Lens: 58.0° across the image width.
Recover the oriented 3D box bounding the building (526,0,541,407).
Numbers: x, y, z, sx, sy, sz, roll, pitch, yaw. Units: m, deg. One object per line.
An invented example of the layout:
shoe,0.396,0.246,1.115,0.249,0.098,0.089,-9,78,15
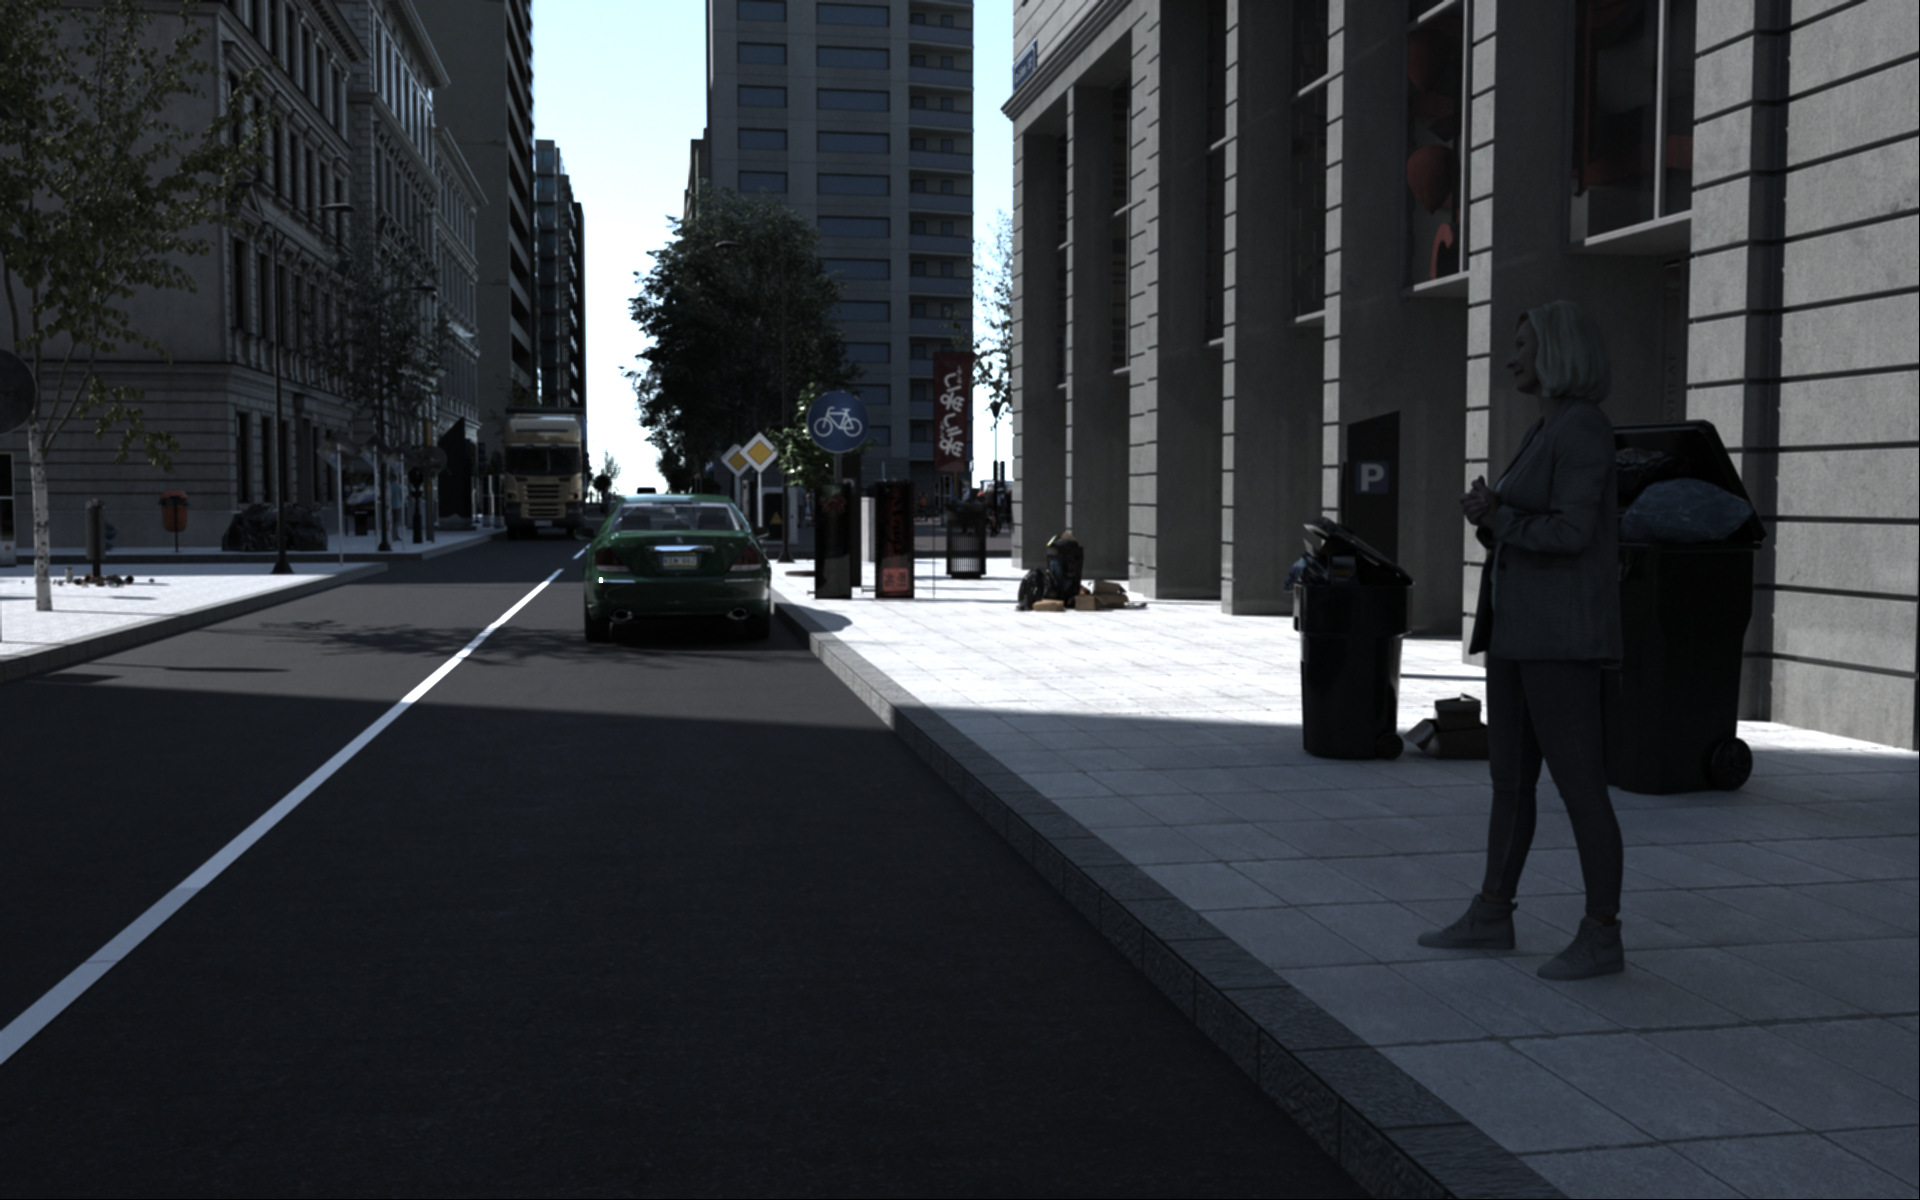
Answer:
building,-49.606,-51.842,160.295,22.319,86.520,31.000,-1,4,-10

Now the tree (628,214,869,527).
tree,-6.433,-7.496,56.980,7.601,10.594,8.767,-2,4,-32

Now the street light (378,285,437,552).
street light,-12.331,-4.041,38.619,1.470,5.913,1.316,-1,4,-10

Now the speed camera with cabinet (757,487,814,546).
speed camera with cabinet,-4.052,-2.997,43.333,2.038,3.252,0.660,-1,4,-9

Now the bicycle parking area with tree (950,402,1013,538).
bicycle parking area with tree,3.649,-4.146,54.791,8.231,4.147,9.016,0,4,1

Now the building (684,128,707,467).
building,-24.572,-36.891,226.866,21.300,48.544,21.600,-1,4,-10

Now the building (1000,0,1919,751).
building,8.785,-14.573,15.755,11.434,29.767,29.804,-1,4,-10

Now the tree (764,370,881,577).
tree,-2.363,-2.003,27.351,1.663,3.219,1.824,0,3,0

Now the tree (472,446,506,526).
tree,-18.544,-4.584,69.551,1.663,3.219,1.824,0,3,0

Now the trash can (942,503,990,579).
trash can,0.094,-0.893,26.254,0.748,1.137,0.748,0,3,0

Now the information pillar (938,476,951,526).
information pillar,-0.569,-3.934,68.809,0.304,2.012,0.304,-2,4,-27

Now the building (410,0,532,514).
building,-41.697,-30.402,120.780,21.300,48.544,21.600,-1,4,-10

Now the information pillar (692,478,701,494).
information pillar,-11.824,-4.476,77.674,0.304,2.012,0.304,3,5,39

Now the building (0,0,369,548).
building,-23.799,-11.308,49.515,10.561,19.102,19.286,-1,4,-10

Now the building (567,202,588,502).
building,-62.659,-37.099,256.686,14.600,45.320,14.200,-1,4,-10

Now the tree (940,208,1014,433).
tree,1.625,-5.751,44.385,4.360,8.622,3.978,0,3,0

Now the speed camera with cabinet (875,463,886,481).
speed camera with cabinet,-4.767,-7.038,109.411,0.660,3.252,2.038,1,4,20

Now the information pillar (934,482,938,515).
information pillar,-1.461,-6.344,108.213,0.304,2.012,0.304,0,4,-5

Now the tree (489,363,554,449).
tree,-24.288,-8.976,97.127,4.737,8.622,4.395,0,3,0

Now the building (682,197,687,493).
building,-30.917,-39.041,262.027,21.300,48.544,21.600,-1,4,-10

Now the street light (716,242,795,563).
street light,-3.793,-3.645,32.144,1.470,5.913,1.316,-1,4,-10

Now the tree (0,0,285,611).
tree,-9.850,-4.181,18.725,4.737,8.622,4.395,0,3,0

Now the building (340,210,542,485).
building,-62.844,-31.436,205.862,32.217,40.220,23.993,-1,4,-10

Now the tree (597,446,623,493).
tree,-53.046,-19.113,262.859,4.737,8.622,4.395,0,3,0

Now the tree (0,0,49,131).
tree,-8.668,-6.192,7.900,9.857,13.997,8.962,0,3,0

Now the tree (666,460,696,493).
tree,-26.759,-11.203,166.883,4.285,4.588,4.351,0,3,0

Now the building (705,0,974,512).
building,-9.620,-36.459,138.110,21.231,58.520,28.212,-1,4,-10

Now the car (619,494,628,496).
car,-41.187,-12.356,211.802,2.009,1.686,4.222,-1,4,-11

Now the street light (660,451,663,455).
street light,-25.439,-11.011,152.576,1.470,5.913,1.316,-1,4,-10

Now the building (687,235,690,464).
building,-31.271,-34.281,244.096,14.154,41.232,14.086,-1,4,-10

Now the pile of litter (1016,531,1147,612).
pile of litter,1.364,-0.336,19.465,1.719,0.858,1.176,-1,4,-19

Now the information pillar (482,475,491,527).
information pillar,-18.366,-3.839,67.263,0.304,2.012,0.304,0,4,4

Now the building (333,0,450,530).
building,-27.053,-14.695,69.136,11.050,23.489,19.941,-1,4,-10

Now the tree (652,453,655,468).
tree,-35.449,-15.986,211.729,4.737,8.622,4.395,0,3,0

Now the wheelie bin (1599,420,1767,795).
wheelie bin,3.055,0.018,7.611,0.693,1.594,0.980,-2,4,-23

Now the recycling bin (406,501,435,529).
recycling bin,-19.679,-3.096,63.168,0.722,1.027,0.722,2,4,25

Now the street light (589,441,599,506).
street light,-32.413,-10.908,150.886,1.470,5.913,1.316,-1,4,-10

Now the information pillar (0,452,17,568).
information pillar,-16.785,-1.581,30.347,0.304,2.012,0.304,2,4,33

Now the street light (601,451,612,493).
street light,-40.423,-13.667,195.996,1.470,5.913,1.316,-1,4,-10

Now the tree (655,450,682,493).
tree,-40.806,-17.880,242.704,4.360,8.622,3.978,0,3,0

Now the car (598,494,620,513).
car,-26.617,-7.504,132.473,2.009,1.686,4.222,-1,4,-10

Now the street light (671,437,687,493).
street light,-18.918,-8.775,116.010,1.470,5.913,1.316,-1,4,-10

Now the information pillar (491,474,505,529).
information pillar,-17.148,-3.668,64.472,0.304,2.012,0.304,1,4,21

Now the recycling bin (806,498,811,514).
recycling bin,-9.443,-6.001,110.671,0.722,1.027,0.722,0,4,4

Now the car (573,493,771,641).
car,-3.047,-0.408,18.462,2.131,1.459,4.920,-1,4,-11

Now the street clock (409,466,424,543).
street clock,-14.106,-2.472,44.994,0.358,2.002,0.471,0,4,6

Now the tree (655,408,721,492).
tree,-18.353,-10.421,120.747,4.737,8.622,4.395,0,3,0

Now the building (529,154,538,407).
building,-41.776,-22.519,139.895,14.160,30.474,14.107,-1,4,-10

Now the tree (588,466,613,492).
tree,-35.245,-10.757,159.591,4.285,4.588,4.351,0,3,0

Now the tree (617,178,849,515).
tree,-9.155,-10.078,71.431,9.857,13.997,8.962,0,3,0

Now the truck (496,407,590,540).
truck,-13.807,-4.232,58.107,2.839,4.237,11.283,-1,4,-11

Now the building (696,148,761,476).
building,-24.509,-32.098,208.397,14.154,41.232,14.086,-1,4,-10

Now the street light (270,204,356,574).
street light,-10.373,-3.379,27.791,1.470,5.913,1.316,-1,4,-10

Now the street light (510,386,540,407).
street light,-18.731,-6.232,74.436,1.470,5.913,1.316,-1,4,-10

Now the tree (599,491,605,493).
tree,-51.488,-15.672,250.834,1.663,3.219,1.824,0,3,0

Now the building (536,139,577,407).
building,-63.325,-37.523,233.110,23.786,49.044,30.456,-1,4,-10

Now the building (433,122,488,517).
building,-31.164,-15.480,89.263,11.583,22.565,21.152,-1,4,-10

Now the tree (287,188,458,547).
tree,-13.939,-5.595,41.840,4.360,8.622,3.978,0,3,0

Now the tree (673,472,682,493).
tree,-21.050,-8.580,134.886,1.663,3.219,1.824,0,3,0

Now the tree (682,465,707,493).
tree,-15.902,-6.842,106.468,1.663,3.219,1.824,0,3,0
